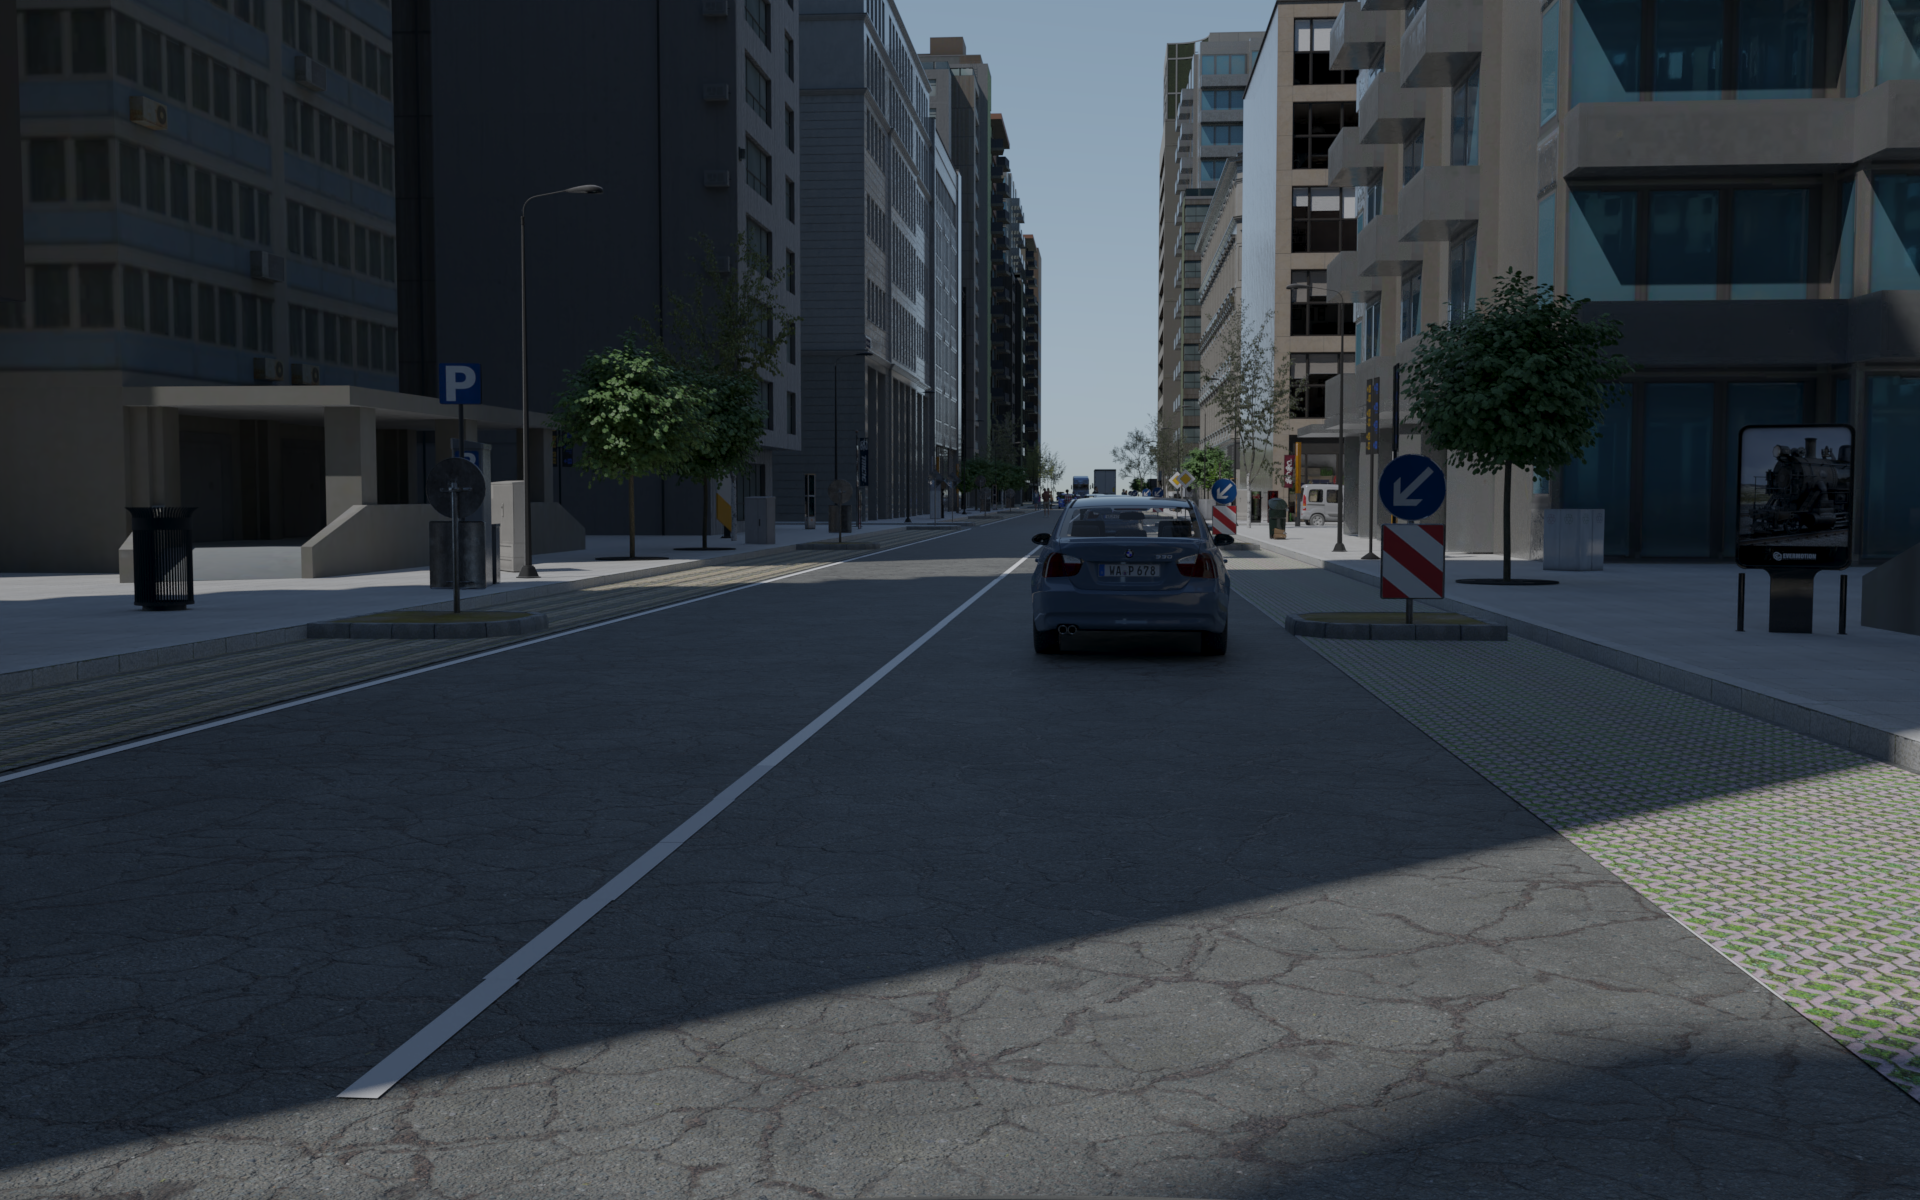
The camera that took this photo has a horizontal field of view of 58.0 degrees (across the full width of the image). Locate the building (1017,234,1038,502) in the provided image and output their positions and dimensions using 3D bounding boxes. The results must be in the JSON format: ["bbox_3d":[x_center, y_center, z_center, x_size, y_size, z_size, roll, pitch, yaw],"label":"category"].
[{"bbox_3d":[1.342,-38.461,283.456,22.147,44.769,28.867,0,4,5],"label":"building"}]

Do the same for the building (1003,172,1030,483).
[{"bbox_3d":[-1.990,-38.794,253.894,23.786,49.044,30.456,0,4,5],"label":"building"}]

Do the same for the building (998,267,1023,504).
[{"bbox_3d":[0.564,-27.287,217.836,14.160,30.474,14.107,0,4,5],"label":"building"}]

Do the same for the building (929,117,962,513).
[{"bbox_3d":[-6.735,-18.431,119.361,12.078,24.808,19.932,0,4,5],"label":"building"}]

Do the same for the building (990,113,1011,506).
[{"bbox_3d":[-5.729,-33.136,196.402,22.147,44.769,28.867,0,4,5],"label":"building"}]

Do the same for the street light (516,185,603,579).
[{"bbox_3d":[-6.057,-3.285,26.243,1.470,5.913,1.316,0,4,5],"label":"street light"}]

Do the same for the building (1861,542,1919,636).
[{"bbox_3d":[24.252,-19.298,7.411,32.217,40.220,23.993,0,4,5],"label":"building"}]

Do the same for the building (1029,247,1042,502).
[{"bbox_3d":[7.127,-40.025,304.526,14.600,45.320,14.200,0,4,5],"label":"building"}]

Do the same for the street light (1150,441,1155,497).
[{"bbox_3d":[17.262,-10.948,151.545,1.470,5.913,1.316,0,4,5],"label":"street light"}]

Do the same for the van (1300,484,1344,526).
[{"bbox_3d":[16.339,-4.042,73.098,4.112,2.044,2.013,0,4,3],"label":"van"}]

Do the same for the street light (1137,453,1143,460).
[{"bbox_3d":[21.254,-13.775,197.754,1.470,5.913,1.316,0,4,5],"label":"street light"}]

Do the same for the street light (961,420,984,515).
[{"bbox_3d":[0.808,-8.304,108.315,1.470,5.913,1.316,0,4,5],"label":"street light"}]

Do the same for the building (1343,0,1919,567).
[{"bbox_3d":[21.515,-25.874,42.650,23.786,49.044,30.456,0,4,5],"label":"building"}]

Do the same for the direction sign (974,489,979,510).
[{"bbox_3d":[1.365,-9.231,142.915,0.876,3.537,0.379,-1,4,-12],"label":"direction sign"}]

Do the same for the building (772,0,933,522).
[{"bbox_3d":[-8.512,-19.385,94.443,11.434,29.767,29.804,0,4,5],"label":"building"}]

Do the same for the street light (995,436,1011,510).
[{"bbox_3d":[3.409,-10.188,139.108,1.470,5.913,1.316,0,4,5],"label":"street light"}]

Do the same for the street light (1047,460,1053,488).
[{"bbox_3d":[11.612,-16.244,238.134,1.470,5.913,1.316,0,4,5],"label":"street light"}]

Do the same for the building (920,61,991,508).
[{"bbox_3d":[-4.561,-29.157,160.311,14.154,41.232,14.086,0,4,5],"label":"building"}]

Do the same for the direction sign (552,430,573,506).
[{"bbox_3d":[-11.534,-3.543,49.932,0.379,3.537,0.876,3,5,43],"label":"direction sign"}]

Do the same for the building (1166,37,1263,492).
[{"bbox_3d":[34.592,-34.675,186.545,23.786,49.044,30.456,0,4,5],"label":"building"}]

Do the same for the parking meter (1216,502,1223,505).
[{"bbox_3d":[11.779,-4.463,78.686,0.399,1.863,0.255,1,4,10],"label":"parking meter"}]

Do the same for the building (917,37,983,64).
[{"bbox_3d":[-4.304,-32.085,174.698,14.600,45.320,14.200,0,4,5],"label":"building"}]

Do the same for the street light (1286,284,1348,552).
[{"bbox_3d":[7.902,-4.027,38.385,1.470,5.913,1.316,0,4,5],"label":"street light"}]

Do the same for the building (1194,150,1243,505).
[{"bbox_3d":[26.995,-21.537,128.544,17.030,29.872,44.131,0,4,5],"label":"building"}]

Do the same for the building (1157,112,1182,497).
[{"bbox_3d":[35.440,-36.049,213.096,21.300,48.544,21.600,0,4,5],"label":"building"}]

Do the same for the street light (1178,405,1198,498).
[{"bbox_3d":[12.284,-7.230,90.745,1.470,5.913,1.316,0,4,5],"label":"street light"}]

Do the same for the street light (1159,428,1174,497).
[{"bbox_3d":[14.734,-9.089,121.148,1.470,5.913,1.316,0,4,5],"label":"street light"}]

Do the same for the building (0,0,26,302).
[{"bbox_3d":[-14.361,-21.710,5.078,14.600,45.320,14.200,0,4,5],"label":"building"}]

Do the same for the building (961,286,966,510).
[{"bbox_3d":[-6.273,-18.848,137.838,12.332,23.373,15.834,0,4,5],"label":"building"}]

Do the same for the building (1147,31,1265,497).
[{"bbox_3d":[40.325,-51.107,273.852,20.563,71.187,20.611,0,4,5],"label":"building"}]

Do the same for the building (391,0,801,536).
[{"bbox_3d":[-13.075,-17.626,59.885,14.107,30.474,14.160,0,4,5],"label":"building"}]

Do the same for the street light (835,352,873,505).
[{"bbox_3d":[-3.535,-5.155,56.824,1.470,5.913,1.316,0,4,5],"label":"street light"}]

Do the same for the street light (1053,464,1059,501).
[{"bbox_3d":[14.152,-18.110,268.642,1.470,5.913,1.316,0,4,5],"label":"street light"}]

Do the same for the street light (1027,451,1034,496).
[{"bbox_3d":[7.180,-13.014,185.316,1.470,5.913,1.316,0,4,5],"label":"street light"}]

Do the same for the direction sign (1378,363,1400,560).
[{"bbox_3d":[7.630,-2.348,30.385,0.379,3.537,0.876,1,4,9],"label":"direction sign"}]

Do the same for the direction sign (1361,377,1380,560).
[{"bbox_3d":[8.076,-2.567,33.960,0.379,3.537,0.876,0,4,-1],"label":"direction sign"}]

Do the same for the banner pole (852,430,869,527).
[{"bbox_3d":[-3.857,-4.743,67.558,0.863,3.779,0.401,3,5,40],"label":"banner pole"}]

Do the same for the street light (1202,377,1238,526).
[{"bbox_3d":[10.422,-5.900,69.006,1.470,5.913,1.316,0,4,5],"label":"street light"}]

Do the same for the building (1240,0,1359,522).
[{"bbox_3d":[31.890,-17.204,85.802,34.151,26.468,19.350,0,4,5],"label":"building"}]

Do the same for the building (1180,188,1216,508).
[{"bbox_3d":[28.103,-24.075,165.335,14.160,30.474,14.107,0,4,5],"label":"building"}]

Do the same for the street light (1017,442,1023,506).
[{"bbox_3d":[4.758,-11.154,154.910,1.470,5.913,1.316,0,4,5],"label":"street light"}]

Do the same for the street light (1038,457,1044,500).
[{"bbox_3d":[9.701,-14.873,215.713,1.470,5.913,1.316,0,4,5],"label":"street light"}]

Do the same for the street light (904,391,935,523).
[{"bbox_3d":[-1.807,-6.446,77.926,1.470,5.913,1.316,0,4,5],"label":"street light"}]
